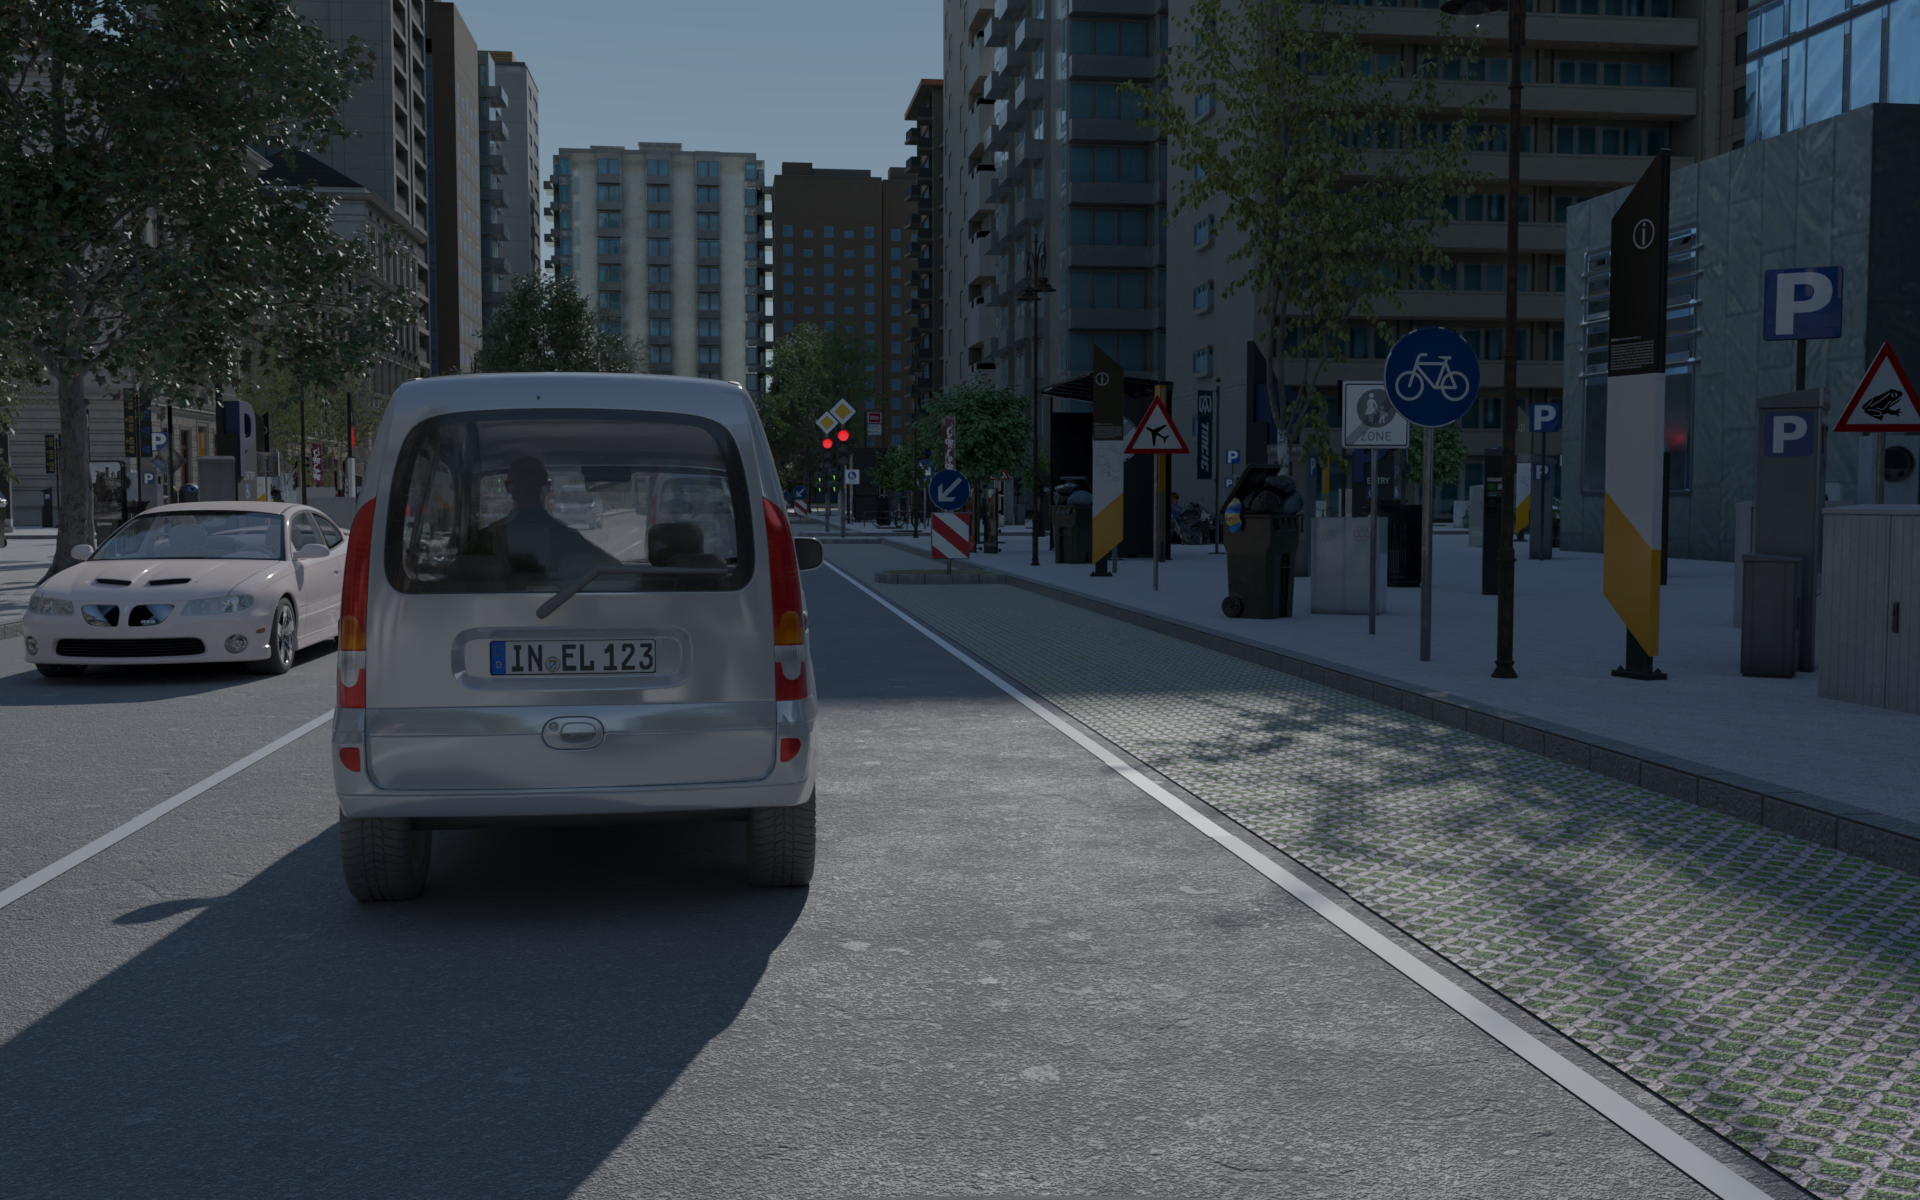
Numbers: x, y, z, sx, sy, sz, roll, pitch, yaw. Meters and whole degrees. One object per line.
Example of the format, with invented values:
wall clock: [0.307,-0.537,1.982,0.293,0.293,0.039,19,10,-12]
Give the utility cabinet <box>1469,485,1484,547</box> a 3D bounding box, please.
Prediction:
utility cabinet: [12.652,-2.024,41.774,0.318,1.500,1.173,0,4,-7]

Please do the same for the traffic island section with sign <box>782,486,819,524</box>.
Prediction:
traffic island section with sign: [-7.854,-4.592,83.712,1.989,1.847,2.006,0,4,-8]

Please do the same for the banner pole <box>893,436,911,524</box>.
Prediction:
banner pole: [-2.403,-5.186,74.803,0.401,3.779,0.863,3,5,43]

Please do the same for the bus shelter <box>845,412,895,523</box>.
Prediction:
bus shelter: [-4.548,-6.396,82.199,2.179,5.291,8.768,0,4,-8]

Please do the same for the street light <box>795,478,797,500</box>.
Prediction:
street light: [-12.607,-9.798,132.993,0.468,5.910,1.993,0,4,-8]

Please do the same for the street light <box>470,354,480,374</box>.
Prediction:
street light: [-15.994,-5.169,57.297,0.468,5.910,1.993,0,4,-8]

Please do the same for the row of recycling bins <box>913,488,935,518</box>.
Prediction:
row of recycling bins: [-1.965,-5.263,93.162,1.069,1.692,3.534,0,4,6]

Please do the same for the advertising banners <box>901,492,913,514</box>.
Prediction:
advertising banners: [-3.599,-7.097,112.223,2.074,3.025,0.090,3,4,37]

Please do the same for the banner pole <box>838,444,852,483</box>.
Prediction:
banner pole: [-5.706,-5.917,86.760,0.863,3.779,0.401,-1,4,-11]

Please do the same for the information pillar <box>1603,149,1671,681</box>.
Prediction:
information pillar: [4.710,-1.266,12.056,0.183,3.616,0.504,-1,4,-21]

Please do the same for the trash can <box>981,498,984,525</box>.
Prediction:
trash can: [1.198,-3.539,69.514,0.748,1.137,0.748,0,3,0]

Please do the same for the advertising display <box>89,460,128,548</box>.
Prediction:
advertising display: [-16.330,-1.705,33.087,0.974,1.923,0.123,1,4,19]

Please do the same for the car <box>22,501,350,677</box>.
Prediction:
car: [-6.454,-0.170,15.147,2.083,1.381,4.827,0,4,-7]

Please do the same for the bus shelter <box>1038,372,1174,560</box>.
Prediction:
bus shelter: [2.946,-2.769,36.550,1.731,3.624,6.357,0,4,-8]

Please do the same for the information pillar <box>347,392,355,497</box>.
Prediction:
information pillar: [-14.067,-2.978,40.043,0.183,3.616,0.504,-1,4,-12]

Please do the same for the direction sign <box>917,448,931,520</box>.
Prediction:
direction sign: [-1.821,-5.759,86.153,0.876,3.537,0.379,-3,4,-38]

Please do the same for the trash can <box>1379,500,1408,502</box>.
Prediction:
trash can: [10.891,-1.950,43.541,0.748,1.137,0.748,0,3,0]

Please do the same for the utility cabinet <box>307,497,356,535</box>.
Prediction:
utility cabinet: [-13.526,-1.594,37.224,1.020,1.237,0.306,-2,4,-34]

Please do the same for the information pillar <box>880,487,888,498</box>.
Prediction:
information pillar: [-3.836,-5.053,87.115,0.304,2.012,0.304,2,4,35]

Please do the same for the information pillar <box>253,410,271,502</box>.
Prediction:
information pillar: [-19.574,-3.497,48.533,0.504,3.616,0.183,-2,4,-26]

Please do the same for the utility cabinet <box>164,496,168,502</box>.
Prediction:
utility cabinet: [-27.513,-2.956,59.495,0.306,1.237,1.020,1,4,19]

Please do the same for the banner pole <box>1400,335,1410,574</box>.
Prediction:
banner pole: [6.959,-2.264,27.037,0.401,3.779,0.863,0,4,7]

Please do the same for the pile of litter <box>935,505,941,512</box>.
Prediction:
pile of litter: [-0.745,-4.183,82.355,1.176,0.858,1.719,2,4,34]

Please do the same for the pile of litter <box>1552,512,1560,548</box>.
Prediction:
pile of litter: [14.595,-1.691,41.618,1.176,0.858,1.719,0,4,3]

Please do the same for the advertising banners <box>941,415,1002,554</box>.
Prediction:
advertising banners: [0.222,-2.544,37.776,0.090,3.025,2.074,-3,4,-37]

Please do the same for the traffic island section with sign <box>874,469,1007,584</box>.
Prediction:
traffic island section with sign: [-0.371,-1.200,28.242,1.989,1.847,2.006,0,4,-8]

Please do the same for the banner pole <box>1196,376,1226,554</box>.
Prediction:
banner pole: [5.316,-2.863,36.825,0.863,3.779,0.401,-3,4,-38]

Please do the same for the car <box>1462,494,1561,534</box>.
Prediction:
car: [19.466,-2.854,58.454,4.920,1.459,2.131,0,4,-8]

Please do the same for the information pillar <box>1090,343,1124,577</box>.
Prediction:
information pillar: [2.284,-2.172,26.867,0.504,3.616,0.183,0,4,8]

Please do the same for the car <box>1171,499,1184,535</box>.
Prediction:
car: [5.334,-2.620,55.423,3.894,1.354,1.945,-1,4,-8]

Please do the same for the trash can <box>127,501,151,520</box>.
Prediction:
trash can: [-17.060,-1.470,35.683,0.748,1.137,0.748,0,3,0]

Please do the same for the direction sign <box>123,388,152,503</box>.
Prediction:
direction sign: [-17.508,-2.749,36.941,0.876,3.537,0.379,2,4,30]

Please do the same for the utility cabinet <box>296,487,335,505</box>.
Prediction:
utility cabinet: [-21.045,-2.931,56.608,1.173,1.500,0.318,-2,4,-30]

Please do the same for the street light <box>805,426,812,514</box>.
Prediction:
street light: [-9.925,-8.643,114.103,0.468,5.910,1.993,0,4,-8]

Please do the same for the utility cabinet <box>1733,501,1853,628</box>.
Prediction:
utility cabinet: [7.960,-0.331,16.577,1.020,1.237,0.306,0,4,-6]

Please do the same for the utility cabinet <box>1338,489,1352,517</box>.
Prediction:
utility cabinet: [16.175,-3.911,72.624,0.318,1.500,1.173,2,4,26]

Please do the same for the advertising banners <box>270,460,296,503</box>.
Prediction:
advertising banners: [-33.073,-5.444,85.199,2.074,3.025,0.090,-1,4,-22]

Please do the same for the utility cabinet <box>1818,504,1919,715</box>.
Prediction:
utility cabinet: [5.639,0.043,10.455,0.306,1.237,1.020,-1,4,-9]

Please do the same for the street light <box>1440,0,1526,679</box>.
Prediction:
street light: [3.810,-2.395,11.943,0.468,5.910,1.993,0,4,-8]

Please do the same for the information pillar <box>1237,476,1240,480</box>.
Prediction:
information pillar: [11.153,-3.970,69.393,0.304,2.012,0.304,2,4,34]

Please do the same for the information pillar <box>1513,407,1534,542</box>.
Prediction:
information pillar: [15.147,-3.372,46.487,0.183,3.616,0.504,-2,4,-32]

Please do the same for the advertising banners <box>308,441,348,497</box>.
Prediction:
advertising banners: [-21.023,-3.809,58.471,0.090,3.025,2.074,3,4,38]

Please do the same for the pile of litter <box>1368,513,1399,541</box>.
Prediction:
pile of litter: [9.876,-1.603,40.178,1.176,0.858,1.719,3,5,43]

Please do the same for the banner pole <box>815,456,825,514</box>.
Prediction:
banner pole: [-9.220,-7.599,114.254,0.863,3.779,0.401,-3,5,-44]

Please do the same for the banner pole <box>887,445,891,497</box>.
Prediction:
banner pole: [-3.438,-6.066,89.203,0.401,3.779,0.863,3,5,43]

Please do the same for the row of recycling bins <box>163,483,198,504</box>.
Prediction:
row of recycling bins: [-29.340,-3.664,67.013,3.534,1.692,1.069,-3,5,-39]

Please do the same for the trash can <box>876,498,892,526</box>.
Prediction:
trash can: [-3.101,-3.599,70.501,0.748,1.137,0.748,0,3,0]

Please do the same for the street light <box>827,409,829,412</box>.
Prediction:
street light: [-7.214,-7.445,94.511,0.468,5.910,1.993,0,4,-8]

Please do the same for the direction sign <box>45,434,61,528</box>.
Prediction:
direction sign: [-34.247,-4.510,65.733,0.876,3.537,0.379,0,4,3]

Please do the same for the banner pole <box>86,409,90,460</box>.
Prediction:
banner pole: [-22.477,-3.331,44.471,0.401,3.779,0.863,0,4,-6]

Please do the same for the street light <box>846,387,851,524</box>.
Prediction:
street light: [-4.830,-6.245,74.898,0.468,5.910,1.993,0,4,-8]

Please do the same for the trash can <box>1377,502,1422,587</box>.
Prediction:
trash can: [6.150,-0.754,23.985,0.748,1.137,0.748,0,3,0]

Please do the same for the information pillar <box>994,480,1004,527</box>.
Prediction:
information pillar: [1.516,-3.830,67.110,0.304,2.012,0.304,2,4,34]

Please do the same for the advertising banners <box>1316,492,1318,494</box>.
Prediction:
advertising banners: [13.861,-4.643,72.105,2.074,3.025,0.090,2,4,26]
